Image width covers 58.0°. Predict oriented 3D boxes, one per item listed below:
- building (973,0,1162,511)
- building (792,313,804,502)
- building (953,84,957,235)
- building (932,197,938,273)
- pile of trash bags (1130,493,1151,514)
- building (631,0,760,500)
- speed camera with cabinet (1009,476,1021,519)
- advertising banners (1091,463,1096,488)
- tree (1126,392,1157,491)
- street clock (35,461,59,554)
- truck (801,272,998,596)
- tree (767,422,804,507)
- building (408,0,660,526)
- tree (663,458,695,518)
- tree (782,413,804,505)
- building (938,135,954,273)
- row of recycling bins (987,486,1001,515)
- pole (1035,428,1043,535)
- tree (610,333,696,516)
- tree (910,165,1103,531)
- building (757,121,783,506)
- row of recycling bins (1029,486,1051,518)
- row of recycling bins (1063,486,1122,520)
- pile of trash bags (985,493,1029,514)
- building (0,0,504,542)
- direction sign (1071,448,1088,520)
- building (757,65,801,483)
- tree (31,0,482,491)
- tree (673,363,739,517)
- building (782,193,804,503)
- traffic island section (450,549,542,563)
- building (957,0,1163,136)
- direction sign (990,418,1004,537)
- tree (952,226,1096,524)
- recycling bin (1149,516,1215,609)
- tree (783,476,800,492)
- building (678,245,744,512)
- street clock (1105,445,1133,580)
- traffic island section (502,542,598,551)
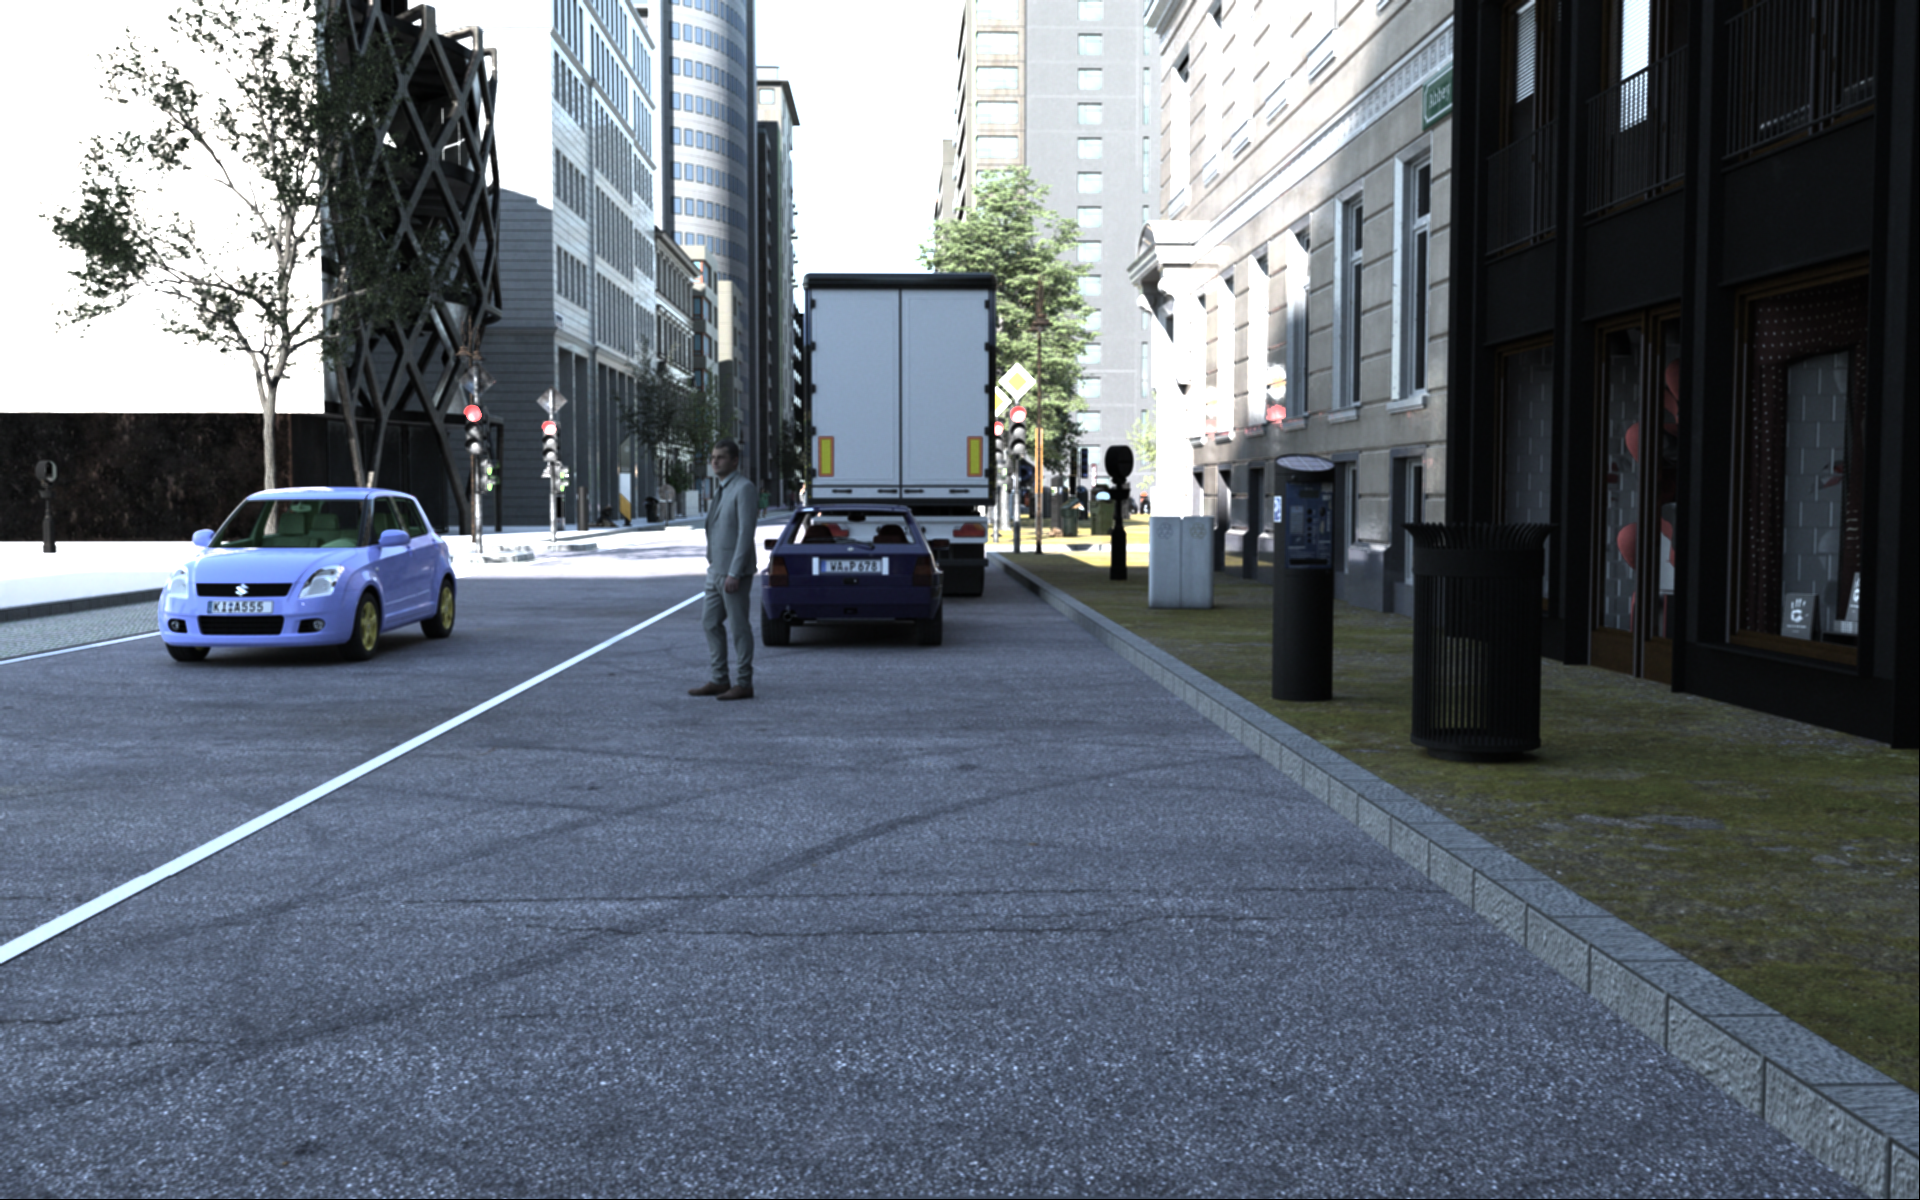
[{"bbox_3d":[7.934,-27.637,135.452,14.154,41.232,14.086,0,4,-2],"label":"building"},{"bbox_3d":[-30.026,-30.547,271.150,14.160,30.474,14.107,0,4,-2],"label":"building"},{"bbox_3d":[10.682,-34.222,179.130,23.786,49.044,30.456,0,4,-2],"label":"building"},{"bbox_3d":[7.156,-36.454,250.650,22.147,44.769,28.867,0,4,-2],"label":"building"},{"bbox_3d":[11.535,-6.188,110.918,1.912,1.369,3.447,1,4,15],"label":"pile of trash bags"},{"bbox_3d":[-30.624,-37.954,162.550,21.231,58.520,28.212,0,4,-2],"label":"building"},{"bbox_3d":[2.641,-5.822,89.532,0.660,3.252,2.038,1,4,15],"label":"speed camera with cabinet"},{"bbox_3d":[8.042,-6.262,98.578,0.090,3.025,2.074,3,5,39],"label":"advertising banners"},{"bbox_3d":[13.617,-10.259,118.094,4.737,8.622,4.395,0,3,0],"label":"tree"},{"bbox_3d":[-19.693,-2.008,37.405,0.358,2.002,0.471,0,4,8],"label":"street clock"},{"bbox_3d":[-0.931,-2.363,27.544,2.839,4.237,11.283,0,4,-2],"label":"truck"},{"bbox_3d":[-17.597,-13.825,176.404,4.360,8.622,3.978,0,3,0],"label":"tree"},{"bbox_3d":[-22.160,-18.708,83.376,11.434,29.767,29.804,0,4,-2],"label":"building"},{"bbox_3d":[-15.054,-6.019,93.012,1.663,3.219,1.824,0,3,0],"label":"tree"},{"bbox_3d":[-18.419,-16.083,197.362,8.767,10.594,7.601,0,4,-3],"label":"tree"},{"bbox_3d":[8.036,-36.796,225.311,21.300,48.544,21.600,0,4,-2],"label":"building"},{"bbox_3d":[1.815,-4.776,85.205,1.069,1.692,3.534,0,4,1],"label":"row of recycling bins"},{"bbox_3d":[2.455,-3.667,53.798,0.158,3.312,0.155,0,3,0],"label":"pole"},{"bbox_3d":[-13.819,-7.862,78.899,4.360,8.622,3.978,0,3,0],"label":"tree"},{"bbox_3d":[1.335,-8.689,60.200,7.486,12.596,7.792,0,3,0],"label":"tree"},{"bbox_3d":[-26.448,-30.627,184.352,14.154,41.232,14.086,0,4,-2],"label":"building"},{"bbox_3d":[4.418,-5.270,93.279,1.069,1.692,3.534,1,4,12],"label":"row of recycling bins"},{"bbox_3d":[6.448,-4.868,86.703,3.534,1.692,1.069,0,4,1],"label":"row of recycling bins"},{"bbox_3d":[3.201,-6.387,114.176,3.447,1.369,1.912,1,4,23],"label":"pile of trash bags"},{"bbox_3d":[-23.333,-11.412,54.036,16.820,18.784,16.811,0,4,-2],"label":"building"},{"bbox_3d":[5.892,-5.729,85.664,0.876,3.537,0.379,1,4,19],"label":"direction sign"},{"bbox_3d":[-34.898,-38.438,217.707,28.713,52.752,27.495,0,4,-2],"label":"building"},{"bbox_3d":[-12.182,-5.831,29.754,8.767,10.594,7.601,1,4,17],"label":"tree"},{"bbox_3d":[-14.592,-9.026,97.935,4.737,8.622,4.395,0,3,0],"label":"tree"},{"bbox_3d":[-34.456,-38.444,248.168,23.786,49.044,30.456,0,4,-2],"label":"building"},{"bbox_3d":[-10.285,-0.899,36.977,2.009,0.180,2.903,0,4,-2],"label":"traffic island section"},{"bbox_3d":[10.712,-32.382,153.150,21.300,48.544,21.600,0,4,-2],"label":"building"},{"bbox_3d":[1.089,-3.663,51.888,0.379,3.537,0.876,-2,4,-26],"label":"direction sign"},{"bbox_3d":[1.344,-9.601,73.987,9.611,12.733,9.660,0,3,0],"label":"tree"},{"bbox_3d":[2.511,-0.433,19.626,0.722,1.027,0.722,0,4,8],"label":"recycling bin"},{"bbox_3d":[-18.051,-11.579,183.915,1.663,3.219,1.824,0,3,0],"label":"tree"},{"bbox_3d":[-32.011,-17.699,134.423,27.650,21.520,28.899,0,4,-2],"label":"building"},{"bbox_3d":[2.376,-1.304,25.897,0.358,2.002,0.471,2,4,35],"label":"street clock"},{"bbox_3d":[-10.574,-1.387,44.957,2.009,0.180,2.903,0,4,-2],"label":"traffic island section"}]
